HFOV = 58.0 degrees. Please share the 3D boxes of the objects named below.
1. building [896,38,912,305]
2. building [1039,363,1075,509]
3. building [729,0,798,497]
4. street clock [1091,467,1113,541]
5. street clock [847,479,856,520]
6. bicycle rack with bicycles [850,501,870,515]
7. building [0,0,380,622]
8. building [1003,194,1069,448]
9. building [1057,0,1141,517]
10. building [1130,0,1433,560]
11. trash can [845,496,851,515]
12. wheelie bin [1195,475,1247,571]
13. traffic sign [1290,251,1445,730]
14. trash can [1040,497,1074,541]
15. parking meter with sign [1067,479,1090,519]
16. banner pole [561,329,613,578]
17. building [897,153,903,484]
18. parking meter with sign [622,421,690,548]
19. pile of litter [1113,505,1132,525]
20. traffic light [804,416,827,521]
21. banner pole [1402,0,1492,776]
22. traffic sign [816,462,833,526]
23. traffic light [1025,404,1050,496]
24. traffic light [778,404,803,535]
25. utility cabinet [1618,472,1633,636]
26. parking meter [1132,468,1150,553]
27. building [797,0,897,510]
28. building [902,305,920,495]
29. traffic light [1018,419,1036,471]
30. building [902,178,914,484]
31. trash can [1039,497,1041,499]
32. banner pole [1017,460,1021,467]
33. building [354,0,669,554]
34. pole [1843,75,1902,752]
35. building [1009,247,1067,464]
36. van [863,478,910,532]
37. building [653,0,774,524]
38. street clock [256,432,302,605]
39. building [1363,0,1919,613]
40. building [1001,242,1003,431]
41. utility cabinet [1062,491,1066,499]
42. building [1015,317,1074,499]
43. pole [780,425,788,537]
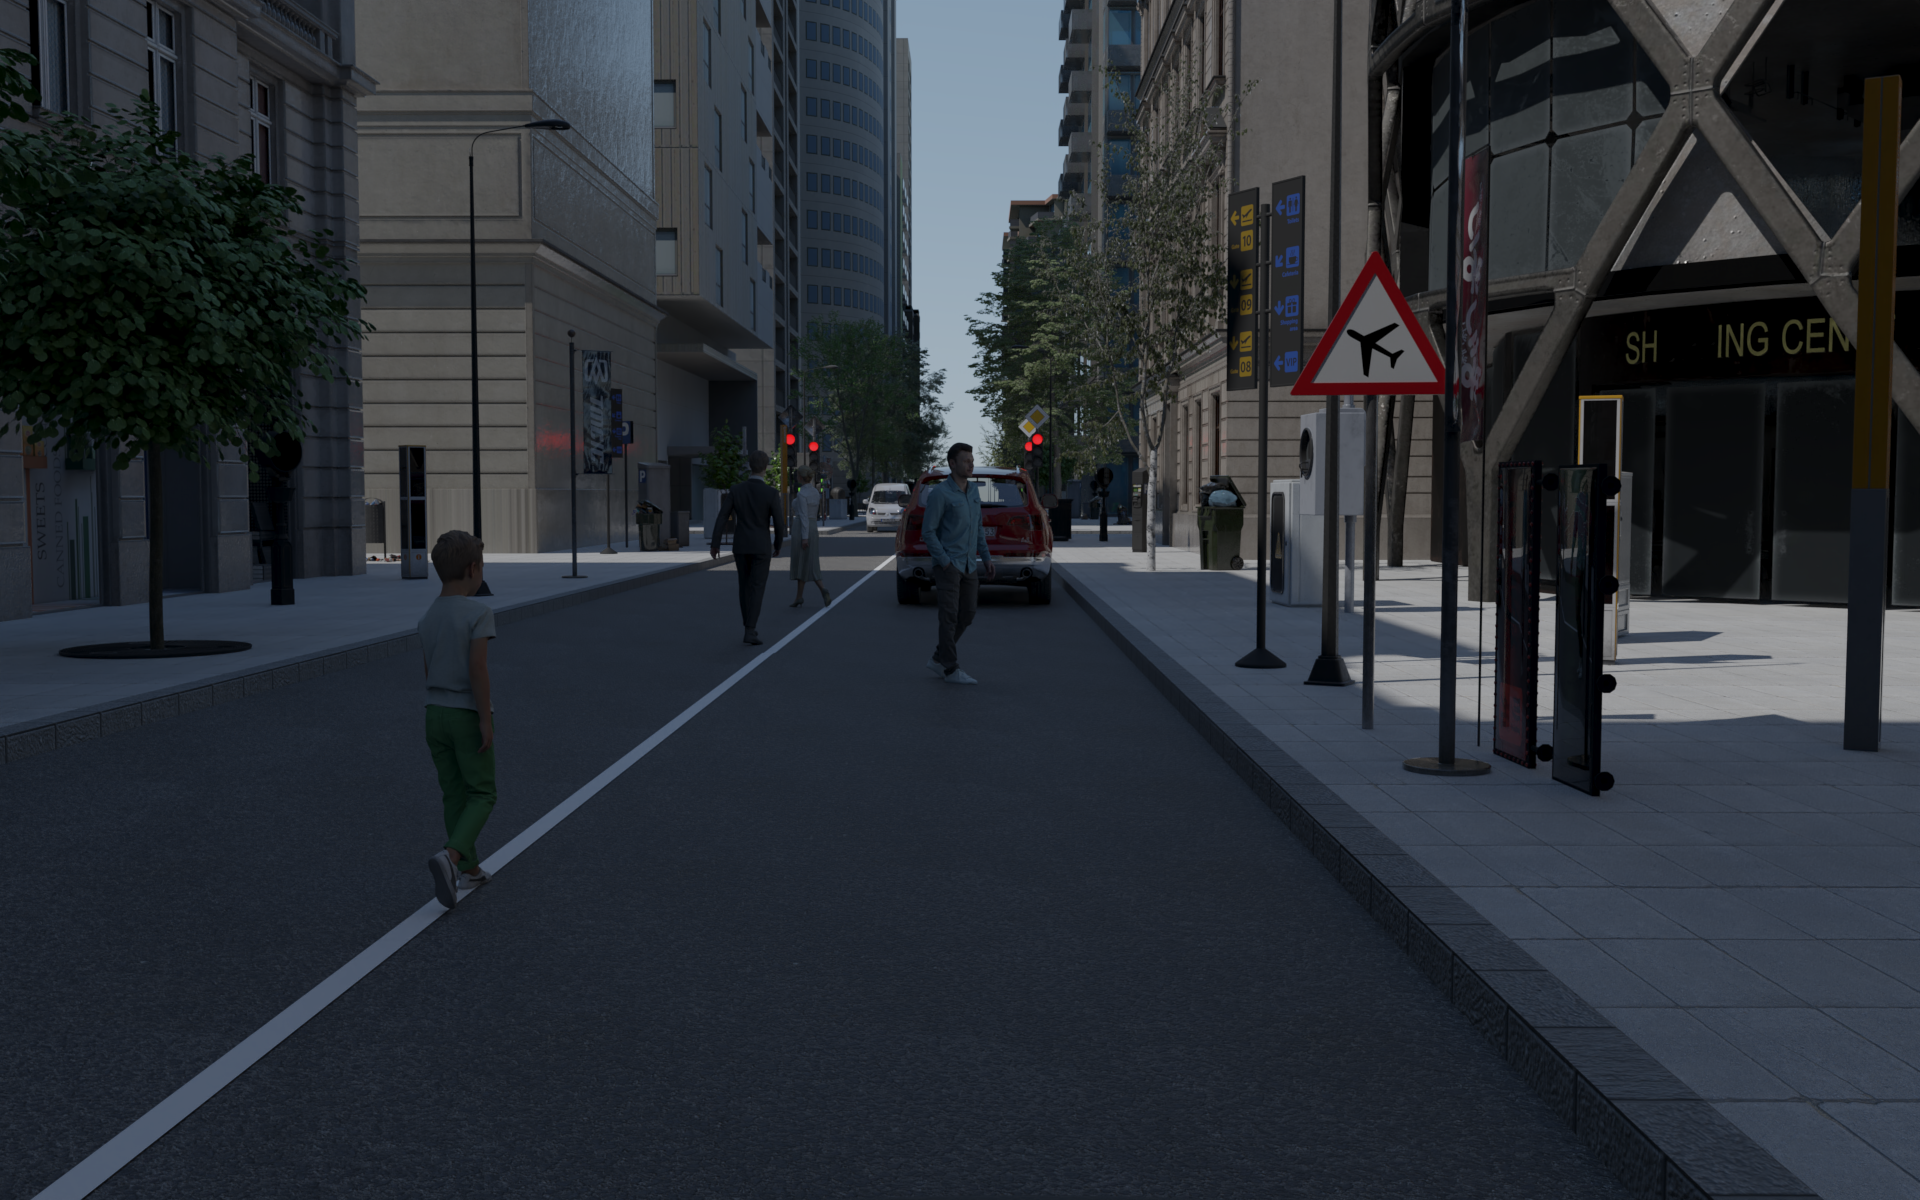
[{"bbox_3d":[-15.852,-51.320,277.337,20.563,71.187,20.611,0,4,0],"label":"building"},{"bbox_3d":[22.829,-28.280,154.259,32.217,40.220,23.993,0,4,0],"label":"building"},{"bbox_3d":[-18.859,-41.133,110.773,20.563,71.187,20.611,0,4,0],"label":"building"},{"bbox_3d":[3.891,-2.588,46.892,0.471,2.002,0.358,-1,4,-16],"label":"street clock"},{"bbox_3d":[-5.312,-4.918,84.985,0.358,2.002,0.471,3,4,37],"label":"street clock"},{"bbox_3d":[-6.471,-5.815,108.459,2.852,0.926,2.925,1,4,11],"label":"bicycle rack with bicycles"},{"bbox_3d":[-15.489,-10.634,15.674,13.314,21.916,24.055,0,4,0],"label":"building"},{"bbox_3d":[18.041,-36.567,252.488,22.147,44.769,28.867,0,4,0],"label":"building"},{"bbox_3d":[17.587,-29.846,107.590,23.786,49.044,30.456,0,4,0],"label":"building"},{"bbox_3d":[9.834,-10.854,42.096,10.561,19.102,19.286,0,4,0],"label":"building"},{"bbox_3d":[-7.018,-5.737,105.453,0.748,1.137,0.748,0,3,0],"label":"trash can"},{"bbox_3d":[4.392,-1.302,29.203,0.693,1.594,0.980,-1,4,-22],"label":"wheelie bin"},{"bbox_3d":[2.226,-0.574,9.386,0.884,2.594,0.081,0,4,4],"label":"traffic sign"},{"bbox_3d":[2.730,-2.166,47.070,0.748,1.137,0.748,0,3,0],"label":"trash can"},{"bbox_3d":[5.958,-5.751,90.292,1.738,3.016,0.543,1,4,18],"label":"parking meter with sign"},{"bbox_3d":[-5.701,-2.233,26.519,0.863,3.779,0.401,-2,4,-32],"label":"banner pole"},{"bbox_3d":[-13.983,-31.690,201.722,14.154,41.232,14.086,0,4,0],"label":"building"},{"bbox_3d":[-7.382,-2.794,41.941,1.738,3.016,0.543,-3,5,-44],"label":"parking meter with sign"},{"bbox_3d":[6.978,-3.560,72.172,1.176,0.858,1.719,0,4,3],"label":"pile of litter"},{"bbox_3d":[-5.201,-4.481,62.180,0.839,4.253,0.868,0,4,0],"label":"traffic light"},{"bbox_3d":[2.208,-1.083,7.722,0.401,3.779,0.863,1,4,14],"label":"banner pole"},{"bbox_3d":[-5.414,-4.191,68.625,0.768,2.556,0.104,0,4,6],"label":"traffic sign"},{"bbox_3d":[2.391,-3.989,54.145,0.839,4.253,0.868,0,4,0],"label":"traffic light"},{"bbox_3d":[-5.270,-3.992,54.195,0.839,4.253,0.868,0,4,0],"label":"traffic light"},{"bbox_3d":[5.632,-0.401,15.238,0.318,1.500,1.173,2,4,33],"label":"utility cabinet"},{"bbox_3d":[3.970,-1.979,38.061,0.255,1.863,0.399,2,4,34],"label":"parking meter"},{"bbox_3d":[-17.681,-38.998,179.610,21.231,58.520,28.212,0,4,0],"label":"building"},{"bbox_3d":[-13.206,-29.900,260.567,14.160,30.474,14.107,0,4,0],"label":"building"},{"bbox_3d":[2.460,-4.478,62.130,0.839,4.253,0.868,0,4,0],"label":"traffic light"},{"bbox_3d":[-18.534,-37.810,237.805,23.786,49.044,30.456,0,4,0],"label":"building"},{"bbox_3d":[4.355,-5.350,99.121,0.748,1.137,0.748,0,3,0],"label":"trash can"},{"bbox_3d":[3.008,-6.029,88.594,0.401,3.779,0.863,-1,4,-17],"label":"banner pole"},{"bbox_3d":[-23.272,-12.886,43.962,30.059,22.955,16.112,0,4,0],"label":"building"},{"bbox_3d":[4.537,-0.903,8.609,0.158,3.312,0.155,0,3,0],"label":"pole"},{"bbox_3d":[13.315,-26.417,203.623,14.160,30.474,14.107,0,4,0],"label":"building"},{"bbox_3d":[-2.652,-3.606,65.972,2.013,2.044,4.112,0,4,0],"label":"van"},{"bbox_3d":[-22.953,-29.788,76.269,28.713,52.752,27.495,0,4,0],"label":"building"},{"bbox_3d":[-7.845,-0.944,20.006,0.358,2.002,0.471,2,4,28],"label":"street clock"},{"bbox_3d":[14.053,-9.578,24.055,16.820,18.784,16.811,0,4,0],"label":"building"},{"bbox_3d":[17.787,-38.366,281.906,22.147,44.769,28.867,0,4,0],"label":"building"},{"bbox_3d":[8.409,-7.615,133.186,1.173,1.500,0.318,0,4,-3],"label":"utility cabinet"},{"bbox_3d":[19.980,-20.632,182.376,27.650,21.520,28.899,0,4,0],"label":"building"},{"bbox_3d":[-5.197,-3.505,51.152,0.158,3.312,0.155,0,3,0],"label":"pole"}]
